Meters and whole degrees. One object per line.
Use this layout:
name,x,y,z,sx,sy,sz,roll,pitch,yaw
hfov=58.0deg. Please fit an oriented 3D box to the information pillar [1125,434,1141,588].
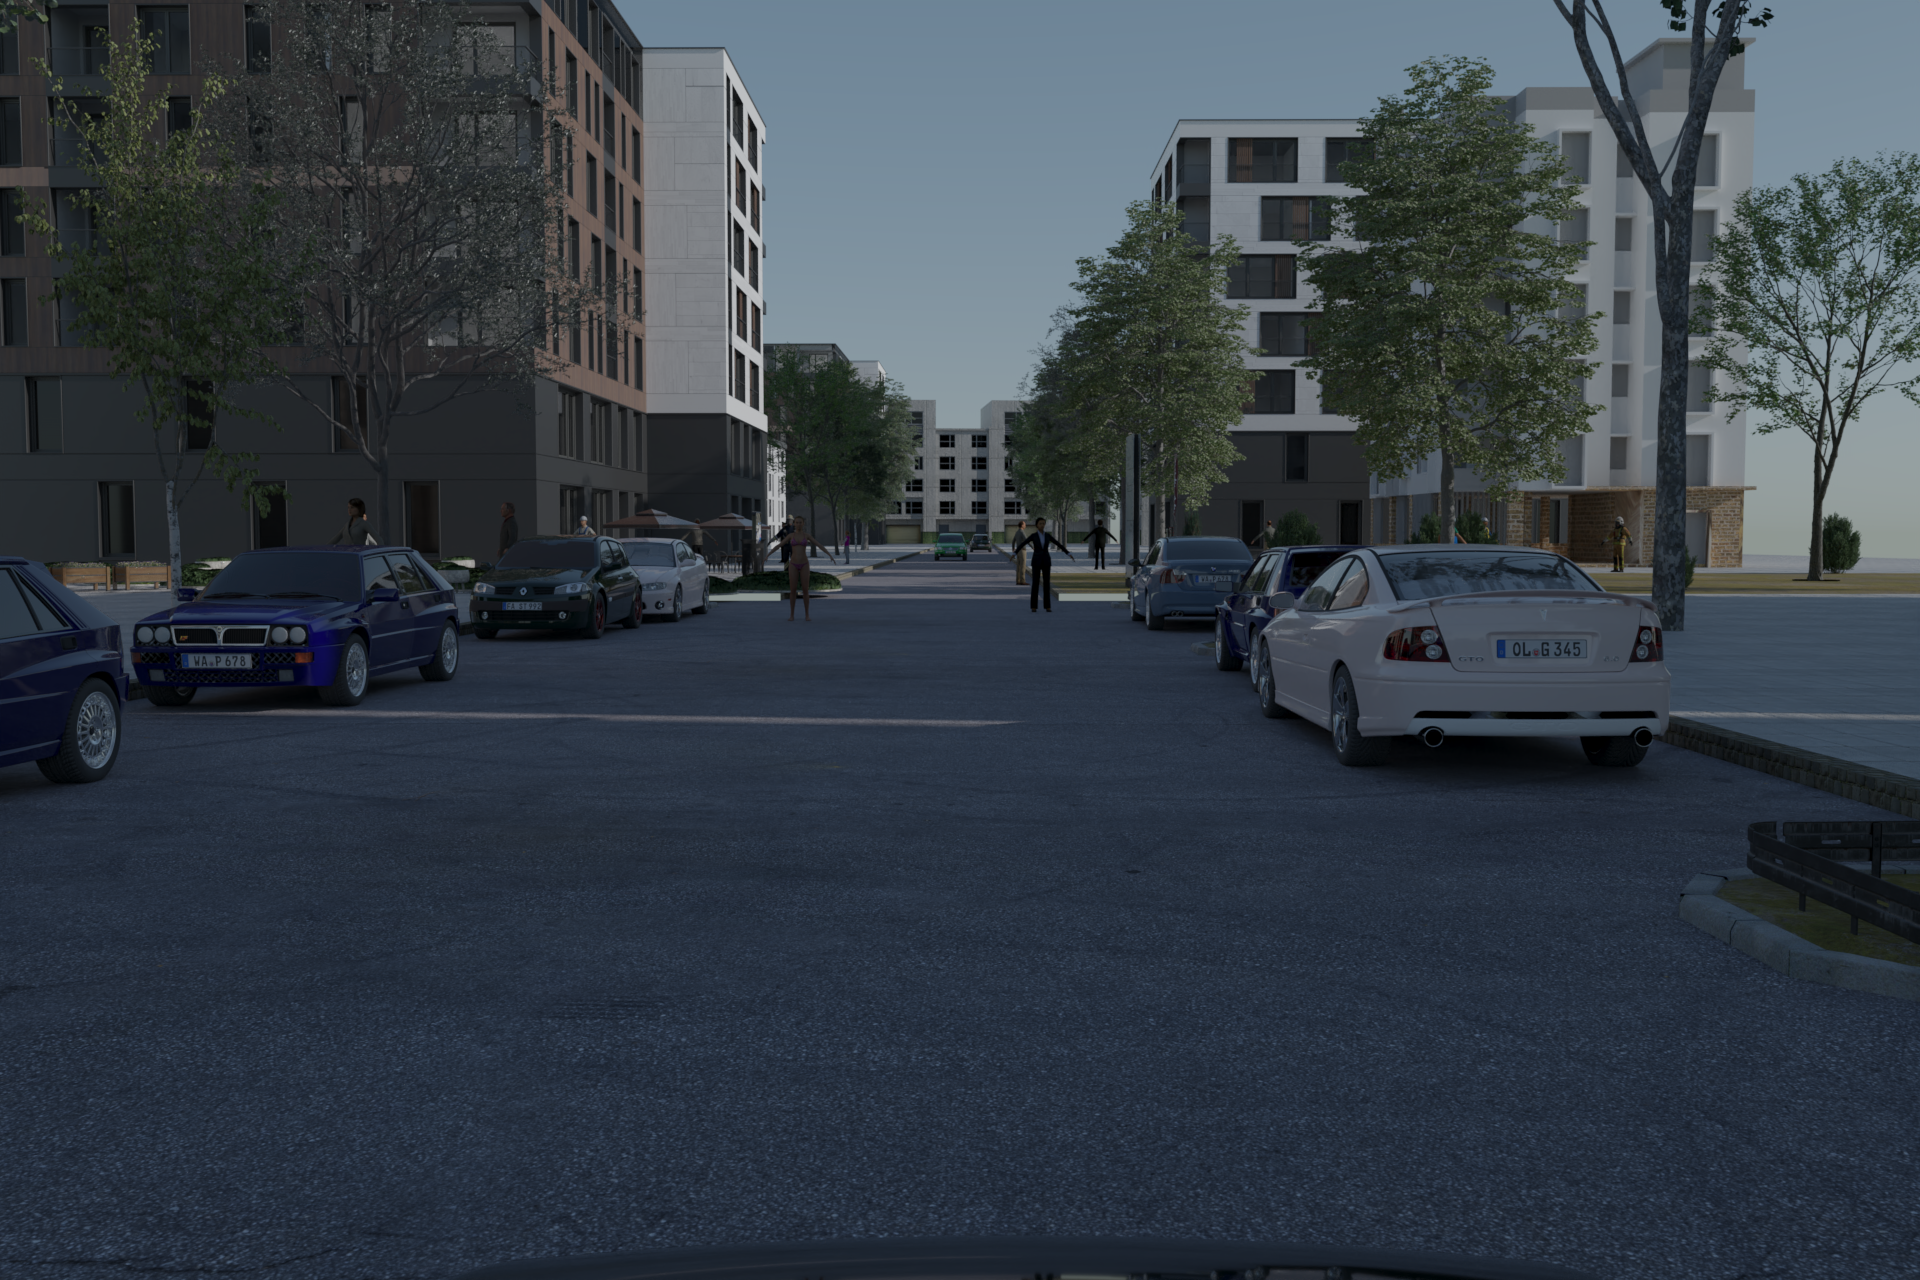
information pillar,4.125,-3.060,41.347,0.184,3.620,1.656,0,4,0

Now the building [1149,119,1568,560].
building,24.857,-15.773,101.864,27.936,21.610,32.646,0,4,0

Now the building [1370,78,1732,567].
building,24.064,-13.578,78.426,16.016,20.090,11.380,0,4,1

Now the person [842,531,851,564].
person,-4.862,-3.937,73.635,0.599,1.433,0.991,1,4,14

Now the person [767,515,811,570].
person,-5.107,-2.825,51.972,1.354,1.856,0.705,0,4,6

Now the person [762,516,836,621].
person,-2.651,-1.180,28.555,1.217,1.733,0.721,0,4,-3

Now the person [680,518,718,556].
person,-8.939,-3.233,58.991,1.348,1.813,0.705,-1,4,-13

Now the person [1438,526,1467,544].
person,12.157,-2.248,42.888,0.704,1.817,1.347,-1,4,-15

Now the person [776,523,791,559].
person,-7.435,-4.242,75.501,1.345,1.843,0.704,1,4,18

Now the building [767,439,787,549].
building,-20.639,-13.407,161.344,9.099,9.664,28.070,0,4,1

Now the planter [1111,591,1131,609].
planter,3.975,-0.782,33.932,1.991,0.319,1.994,0,4,0

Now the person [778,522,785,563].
person,-7.851,-4.354,77.129,1.347,1.837,0.705,3,4,37

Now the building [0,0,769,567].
building,-23.823,-13.890,71.083,27.936,21.610,32.646,0,4,1

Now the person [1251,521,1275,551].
person,11.890,-3.697,66.715,1.348,1.796,0.705,-1,4,-12

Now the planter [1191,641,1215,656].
planter,3.831,0.010,20.969,1.991,0.319,1.994,0,4,1

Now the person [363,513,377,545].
person,-14.298,-2.159,41.482,0.705,1.806,1.347,0,4,6

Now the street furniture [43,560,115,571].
street furniture,-28.226,-2.044,49.042,5.734,0.657,10.072,3,4,37

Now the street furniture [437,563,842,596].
street furniture,-7.880,-1.416,38.775,10.072,0.657,5.734,1,4,9

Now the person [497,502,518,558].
person,-7.432,-1.362,28.444,0.705,1.807,1.348,-1,4,-19

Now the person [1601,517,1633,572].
person,22.023,-3.191,57.948,0.705,1.858,1.354,-2,4,-24

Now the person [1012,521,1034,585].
person,1.746,-2.437,48.573,0.705,1.796,1.348,-2,4,-26

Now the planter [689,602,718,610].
planter,-5.768,-0.767,33.679,1.991,0.319,1.994,0,4,1

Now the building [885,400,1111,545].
building,3.506,-22.398,235.117,31.486,18.905,16.747,0,4,-4

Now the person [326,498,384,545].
person,-7.731,-0.933,22.012,1.215,1.744,0.721,2,4,27

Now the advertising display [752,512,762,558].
advertising display,-5.873,-2.745,50.088,0.123,1.923,0.974,0,4,3

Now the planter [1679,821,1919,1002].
planter,3.678,0.922,6.073,1.991,0.319,1.994,0,4,0

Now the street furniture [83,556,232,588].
street furniture,-19.228,-1.858,45.997,5.734,0.657,10.072,0,4,0

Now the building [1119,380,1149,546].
building,28.369,-20.605,203.357,16.747,18.905,31.486,0,4,1

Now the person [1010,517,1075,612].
person,1.502,-1.379,31.728,1.216,1.740,0.721,-1,4,-9

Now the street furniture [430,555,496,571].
street furniture,-13.041,-1.967,47.792,5.734,0.657,10.072,0,4,3

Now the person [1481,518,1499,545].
person,17.674,-3.205,58.364,1.349,1.833,0.705,-3,4,-38

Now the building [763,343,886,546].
building,-23.552,-21.899,202.017,27.936,21.610,32.646,0,4,1

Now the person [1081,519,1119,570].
person,5.027,-3.427,62.213,1.347,1.806,0.705,0,4,1

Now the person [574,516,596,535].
person,-11.884,-2.985,54.668,1.347,1.847,0.705,1,4,21
